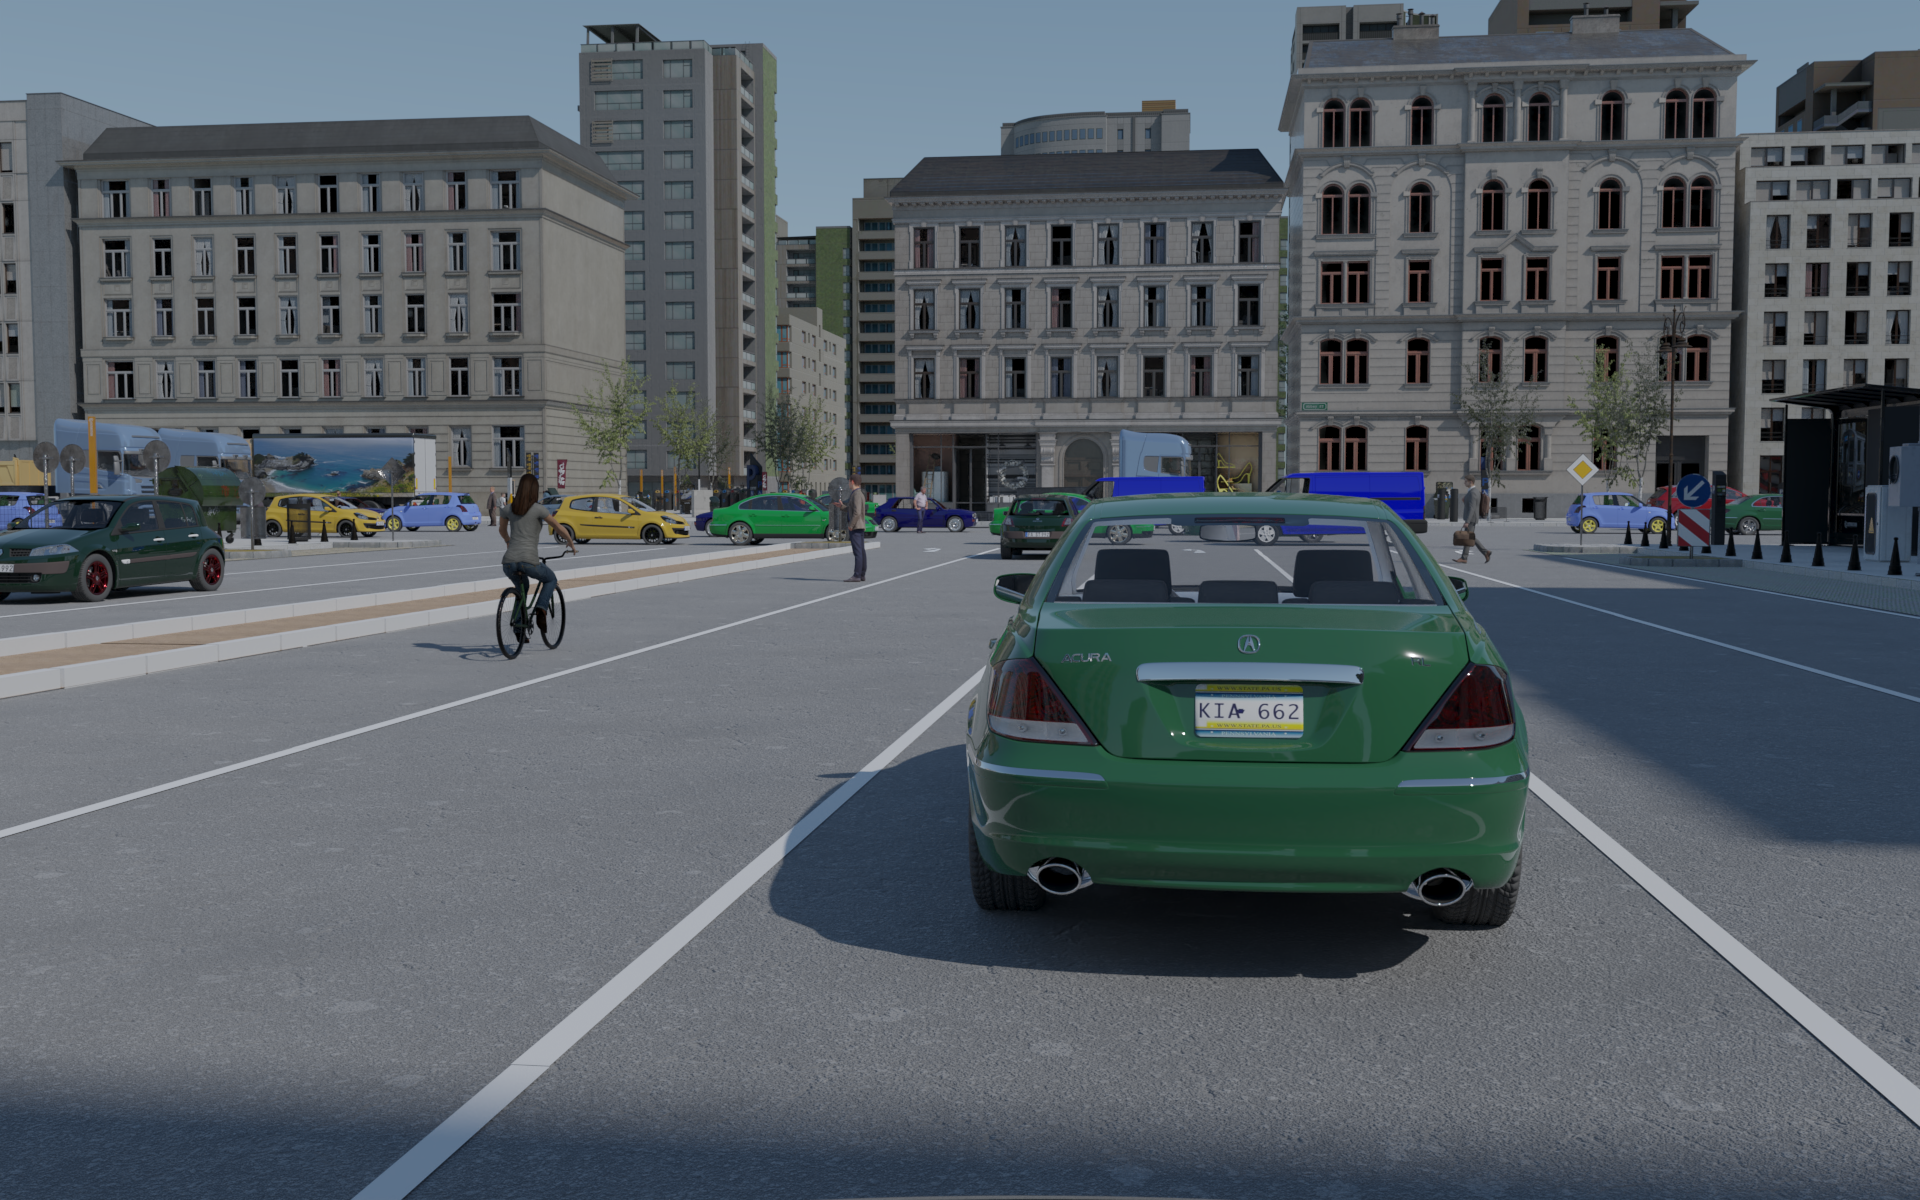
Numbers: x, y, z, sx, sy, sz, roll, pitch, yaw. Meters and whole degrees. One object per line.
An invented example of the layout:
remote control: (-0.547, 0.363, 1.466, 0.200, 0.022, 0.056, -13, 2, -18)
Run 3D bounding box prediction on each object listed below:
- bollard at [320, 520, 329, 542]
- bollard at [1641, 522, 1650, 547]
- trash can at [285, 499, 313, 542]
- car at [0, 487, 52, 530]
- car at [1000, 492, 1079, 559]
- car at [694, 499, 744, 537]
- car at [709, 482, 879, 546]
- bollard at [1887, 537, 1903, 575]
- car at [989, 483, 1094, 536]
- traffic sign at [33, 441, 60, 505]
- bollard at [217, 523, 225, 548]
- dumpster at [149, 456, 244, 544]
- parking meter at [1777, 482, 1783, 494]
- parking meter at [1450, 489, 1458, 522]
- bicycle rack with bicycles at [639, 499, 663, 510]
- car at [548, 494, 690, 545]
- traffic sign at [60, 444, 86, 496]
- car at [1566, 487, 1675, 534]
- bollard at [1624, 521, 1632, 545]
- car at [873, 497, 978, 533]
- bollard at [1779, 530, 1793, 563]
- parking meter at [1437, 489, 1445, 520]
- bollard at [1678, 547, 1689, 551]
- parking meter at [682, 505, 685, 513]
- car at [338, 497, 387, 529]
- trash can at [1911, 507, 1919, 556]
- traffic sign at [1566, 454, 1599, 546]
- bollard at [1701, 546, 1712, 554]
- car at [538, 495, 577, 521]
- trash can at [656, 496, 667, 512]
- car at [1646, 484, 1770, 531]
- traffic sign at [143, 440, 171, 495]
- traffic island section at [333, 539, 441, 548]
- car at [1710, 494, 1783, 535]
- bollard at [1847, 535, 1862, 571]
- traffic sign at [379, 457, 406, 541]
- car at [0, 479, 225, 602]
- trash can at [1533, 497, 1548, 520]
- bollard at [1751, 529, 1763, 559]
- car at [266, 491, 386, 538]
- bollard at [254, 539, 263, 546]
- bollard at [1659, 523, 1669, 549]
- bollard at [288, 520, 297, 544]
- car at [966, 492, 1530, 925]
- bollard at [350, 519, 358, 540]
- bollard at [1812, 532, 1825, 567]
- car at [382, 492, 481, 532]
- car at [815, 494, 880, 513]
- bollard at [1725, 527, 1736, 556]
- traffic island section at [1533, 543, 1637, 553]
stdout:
bollard: (-17.020, -1.855, 46.365, 0.229, 0.601, 0.229, 0, 3, 0)
bollard: (16.794, -1.614, 42.438, 0.229, 0.601, 0.229, 0, 3, 0)
trash can: (-17.766, -2.134, 46.544, 0.748, 1.137, 0.748, 0, 3, 0)
car: (-32.505, -3.006, 58.741, 3.694, 1.707, 1.945, 1, 4, 9)
car: (1.918, -1.807, 39.326, 2.009, 1.686, 4.222, 0, 4, 7)
car: (-6.855, -2.773, 57.916, 3.894, 1.354, 1.945, 0, 4, 7)
car: (-4.640, -2.432, 48.564, 4.718, 1.807, 1.959, 0, 4, 7)
bollard: (14.806, -0.695, 27.410, 0.229, 0.601, 0.229, 0, 3, 0)
car: (3.188, -2.480, 49.342, 4.718, 1.807, 1.959, 0, 4, 8)
traffic sign: (-22.143, -2.560, 41.968, 0.768, 2.556, 0.104, 1, 4, 14)
bollard: (-17.682, -1.548, 41.352, 0.229, 0.601, 0.229, 0, 3, 0)
dumpster: (-19.370, -2.536, 43.954, 1.502, 2.255, 1.985, 0, 4, 7)
parking meter: (38.602, -4.623, 81.299, 0.255, 1.863, 0.399, -3, 4, -36)
parking meter: (22.655, -4.343, 79.424, 0.372, 1.533, 0.369, 0, 3, 0)
bicycle rack with bicycles: (-22.753, -6.870, 125.710, 2.852, 0.926, 2.925, -2, 4, -24)
car: (-9.715, -2.402, 49.505, 3.980, 1.641, 2.015, 0, 4, 7)
traffic sign: (-22.535, -2.684, 43.986, 0.768, 2.556, 0.104, 1, 4, 13)
car: (23.985, -3.259, 62.881, 3.694, 1.707, 1.945, 0, 4, 7)
bollard: (17.022, -1.716, 44.105, 0.229, 0.601, 0.229, 0, 3, 0)
car: (-1.283, -3.232, 65.426, 3.894, 1.354, 1.945, 0, 4, 6)
bollard: (15.465, -1.001, 32.408, 0.229, 0.601, 0.229, 0, 3, 0)
parking meter: (24.117, -4.794, 86.798, 0.372, 1.533, 0.369, 0, 3, 0)
bollard: (16.354, -1.411, 39.110, 0.229, 0.601, 0.229, 0, 3, 0)
parking meter: (-19.239, -6.876, 120.832, 0.372, 1.533, 0.369, 0, 3, 0)
car: (-24.595, -3.466, 69.248, 3.894, 1.354, 1.945, 1, 4, 9)
trash can: (19.973, -1.482, 35.886, 0.748, 1.137, 0.748, 0, 3, 0)
traffic sign: (15.486, -2.416, 43.139, 0.795, 2.450, 0.064, 0, 4, 8)
bollard: (16.134, -1.308, 37.424, 0.229, 0.601, 0.229, 0, 3, 0)
car: (-18.940, -4.221, 81.015, 4.499, 1.417, 2.014, 1, 4, 9)
trash can: (-20.723, -6.642, 120.254, 0.748, 1.137, 0.748, 0, 3, 0)
car: (29.900, -3.661, 68.532, 5.304, 1.827, 2.281, 0, 4, 7)
traffic sign: (-18.848, -2.479, 40.633, 0.768, 2.556, 0.104, 1, 4, 15)
traffic island section: (-15.509, -1.531, 47.318, 2.009, 0.180, 2.903, 0, 4, 8)
car: (28.807, -2.989, 60.667, 4.920, 1.459, 2.131, 0, 4, 8)
bollard: (15.022, -0.797, 29.072, 0.229, 0.601, 0.229, 0, 3, 0)
traffic sign: (-15.485, -2.667, 47.254, 0.795, 2.450, 0.064, 0, 4, 8)
car: (-12.057, -0.885, 24.264, 2.009, 1.686, 4.222, 1, 4, 9)
trash can: (28.558, -4.501, 85.236, 0.748, 1.137, 0.748, 0, 3, 0)
bollard: (15.687, -1.103, 34.069, 0.229, 0.601, 0.229, 0, 3, 0)
car: (-21.149, -2.897, 57.596, 3.980, 1.641, 2.015, 0, 4, 8)
bollard: (-17.461, -1.651, 43.035, 0.229, 0.601, 0.229, 0, 3, 0)
bollard: (16.573, -1.513, 40.774, 0.229, 0.601, 0.229, 0, 3, 0)
bollard: (-17.241, -1.753, 44.704, 0.229, 0.601, 0.229, 0, 3, 0)
car: (1.132, 0.277, 7.276, 2.131, 1.459, 4.920, 0, 4, 7)
bollard: (-16.804, -1.956, 48.027, 0.229, 0.601, 0.229, 0, 3, 0)
bollard: (15.245, -0.899, 30.747, 0.229, 0.601, 0.229, 0, 3, 0)
car: (-20.262, -3.467, 66.271, 3.694, 1.707, 1.945, 1, 4, 9)
car: (-5.888, -4.266, 78.546, 4.718, 1.807, 1.959, 0, 4, 6)
bollard: (15.913, -1.205, 35.740, 0.229, 0.601, 0.229, 0, 3, 0)
traffic island section: (15.511, -1.280, 43.213, 2.009, 0.180, 2.903, 0, 4, 8)
